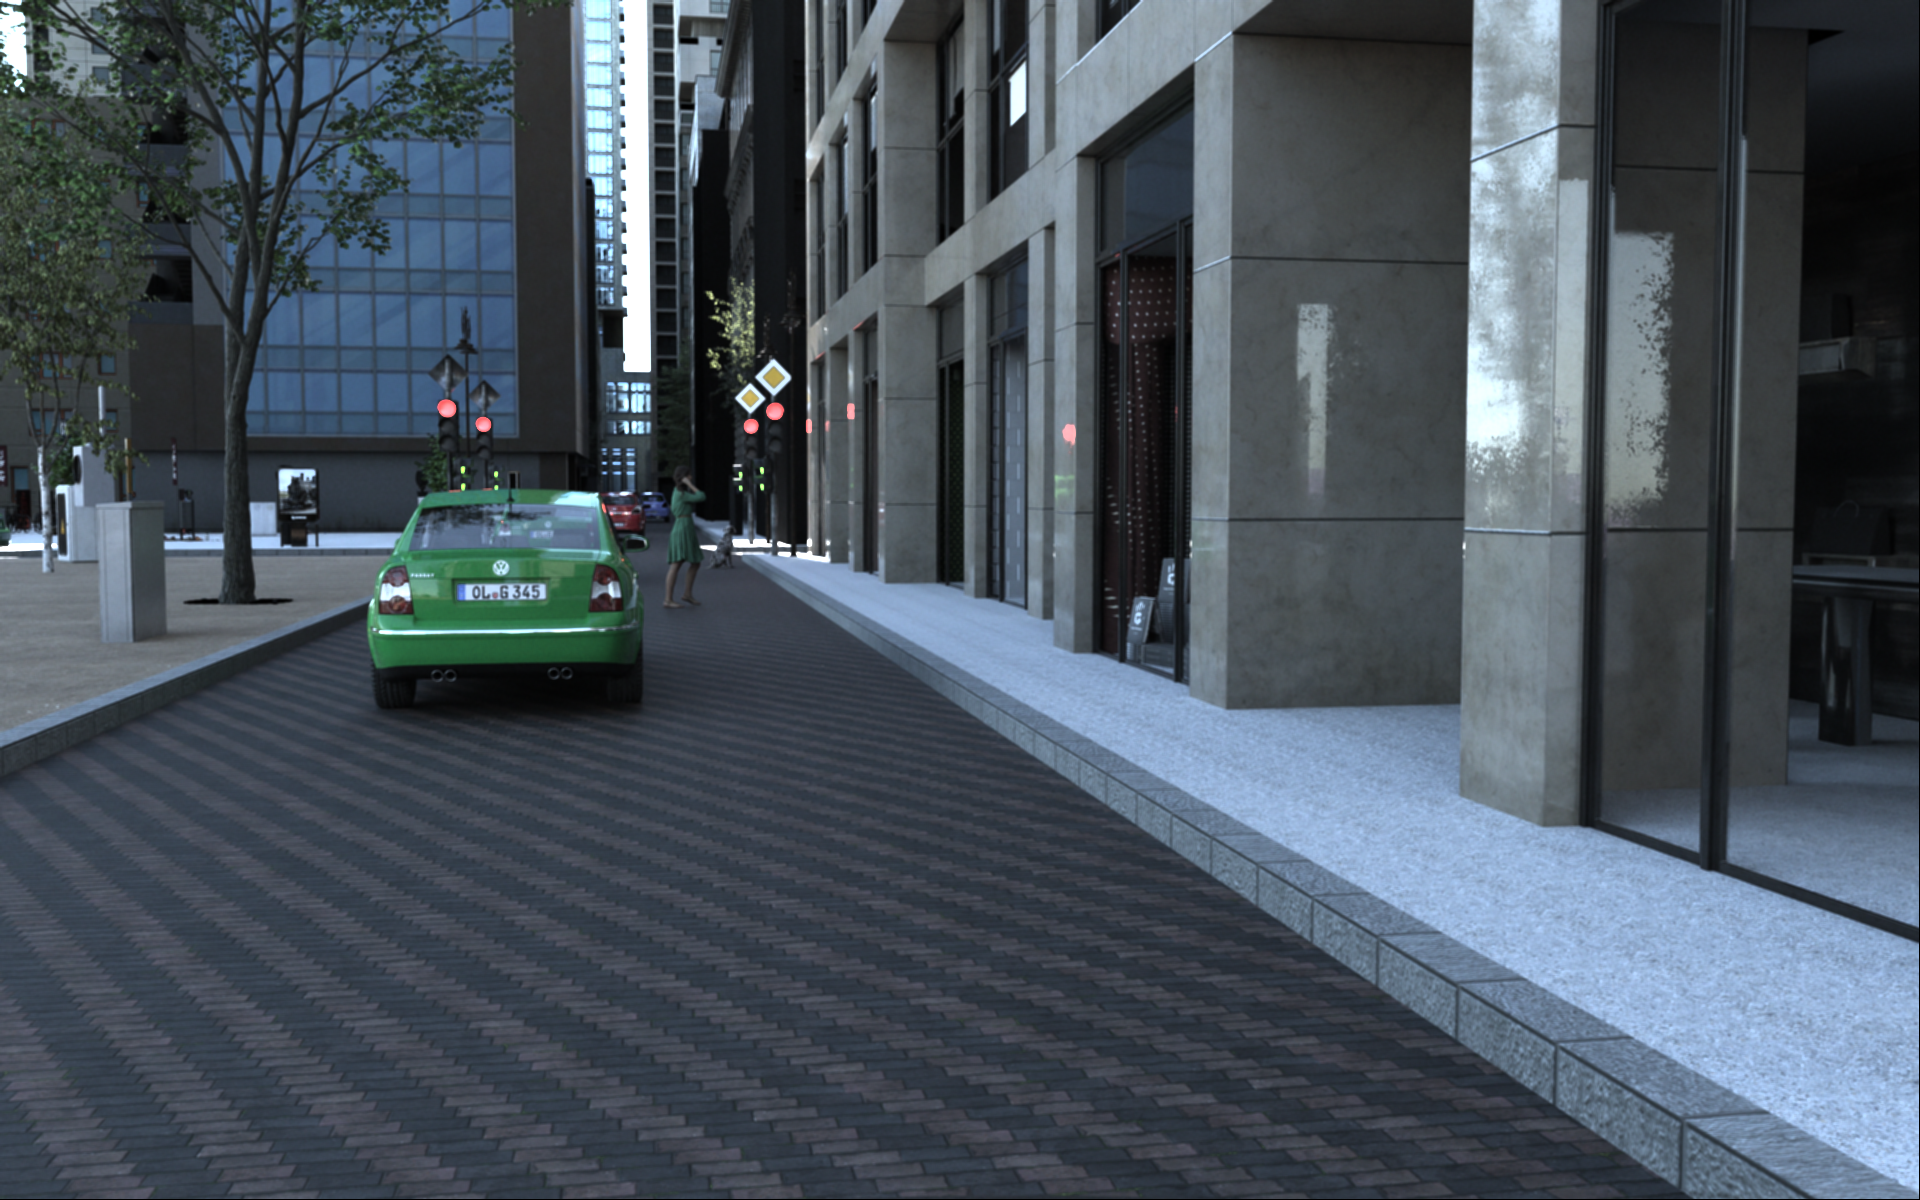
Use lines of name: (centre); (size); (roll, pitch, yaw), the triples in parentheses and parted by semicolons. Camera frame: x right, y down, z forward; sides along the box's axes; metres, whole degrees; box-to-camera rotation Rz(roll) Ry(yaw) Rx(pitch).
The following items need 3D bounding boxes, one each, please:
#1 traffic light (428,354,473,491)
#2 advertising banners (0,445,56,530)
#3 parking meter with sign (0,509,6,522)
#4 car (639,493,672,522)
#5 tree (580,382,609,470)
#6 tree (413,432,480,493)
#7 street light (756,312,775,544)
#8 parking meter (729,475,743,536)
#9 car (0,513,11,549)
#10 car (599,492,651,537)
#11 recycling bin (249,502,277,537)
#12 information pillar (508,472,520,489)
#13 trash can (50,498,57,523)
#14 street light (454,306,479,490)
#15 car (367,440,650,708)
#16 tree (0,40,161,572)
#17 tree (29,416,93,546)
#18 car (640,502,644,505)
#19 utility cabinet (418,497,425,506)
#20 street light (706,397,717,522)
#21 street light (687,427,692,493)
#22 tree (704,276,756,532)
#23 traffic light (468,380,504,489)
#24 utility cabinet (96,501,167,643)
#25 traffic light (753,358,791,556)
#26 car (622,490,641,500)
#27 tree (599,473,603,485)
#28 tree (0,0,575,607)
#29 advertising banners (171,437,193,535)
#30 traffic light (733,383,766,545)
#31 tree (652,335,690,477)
traffic light: (-10.230, -2.805, 34.783); (0.839, 4.253, 0.868); (-1, 4, -10)
advertising banners: (-33.826, -4.061, 62.579); (2.074, 3.025, 0.090); (-3, 5, -43)
parking meter with sign: (-29.193, -3.393, 51.737); (1.738, 3.016, 0.543); (2, 4, 30)
car: (-15.815, -4.864, 89.119); (1.945, 1.707, 3.694); (-1, 4, -9)
tree: (-24.823, -9.858, 111.542); (4.360, 8.622, 3.978); (0, 3, 0)
tree: (-14.066, -3.221, 47.272); (1.663, 3.219, 1.824); (0, 3, 0)
street light: (-4.920, -4.372, 44.266); (0.468, 5.910, 1.993); (-1, 4, -10)
parking meter: (-6.925, -2.930, 53.611); (0.255, 1.863, 0.399); (3, 4, 37)
car: (-22.989, -1.533, 36.866); (4.920, 1.459, 2.131); (-1, 4, -10)
car: (-10.795, -2.772, 54.367); (2.155, 1.783, 4.494); (-1, 4, -10)
recycling bin: (-21.250, -2.457, 52.733); (0.722, 1.027, 0.722); (-2, 4, -30)
information pillar: (-14.755, -3.236, 57.394); (0.304, 2.012, 0.304); (0, 4, 6)
trash can: (-32.233, -3.065, 61.764); (0.748, 1.137, 0.748); (0, 3, 0)
street light: (-12.162, -4.282, 42.797); (0.468, 5.910, 1.993); (-1, 4, -10)
car: (-3.325, -0.262, 13.086); (1.959, 1.807, 4.718); (-1, 4, -11)
tree: (-14.877, -4.745, 27.943); (4.737, 8.622, 4.395); (0, 3, 0)
tree: (-22.036, -2.974, 43.222); (1.663, 3.219, 1.824); (0, 3, 0)
car: (-15.660, -4.162, 79.845); (2.131, 1.459, 4.920); (-1, 4, -11)
utility cabinet: (-13.521, -2.032, 44.385); (0.306, 1.237, 1.020); (1, 4, 9)
street light: (-11.559, -6.599, 80.684); (0.468, 5.910, 1.993); (-1, 4, -10)
street light: (-18.284, -8.850, 117.482); (0.468, 5.910, 1.993); (-1, 4, -10)
tree: (-6.763, -6.612, 58.470); (4.360, 8.622, 3.978); (0, 3, 0)
traffic light: (-11.667, -3.285, 42.639); (0.839, 4.253, 0.868); (-1, 4, -10)
utility cabinet: (-7.357, -0.259, 15.393); (0.306, 1.237, 1.020); (-1, 4, -10)
traffic light: (-3.876, -2.877, 35.958); (0.839, 4.253, 0.868); (-1, 4, -10)
car: (-31.981, -9.740, 167.917); (2.281, 1.827, 5.304); (-1, 4, -8)
tree: (-35.093, -10.911, 162.107); (4.285, 4.588, 4.351); (0, 3, 0)
tree: (-8.313, -5.766, 20.035); (9.928, 11.665, 9.643); (0, 3, 0)
advertising banners: (-24.481, -3.566, 54.495); (0.090, 3.025, 2.074); (-1, 4, -8)
traffic light: (-5.313, -3.357, 43.813); (0.839, 4.253, 0.868); (-1, 4, -10)
tree: (-18.225, -12.546, 123.255); (7.486, 12.596, 7.792); (0, 3, 0)
